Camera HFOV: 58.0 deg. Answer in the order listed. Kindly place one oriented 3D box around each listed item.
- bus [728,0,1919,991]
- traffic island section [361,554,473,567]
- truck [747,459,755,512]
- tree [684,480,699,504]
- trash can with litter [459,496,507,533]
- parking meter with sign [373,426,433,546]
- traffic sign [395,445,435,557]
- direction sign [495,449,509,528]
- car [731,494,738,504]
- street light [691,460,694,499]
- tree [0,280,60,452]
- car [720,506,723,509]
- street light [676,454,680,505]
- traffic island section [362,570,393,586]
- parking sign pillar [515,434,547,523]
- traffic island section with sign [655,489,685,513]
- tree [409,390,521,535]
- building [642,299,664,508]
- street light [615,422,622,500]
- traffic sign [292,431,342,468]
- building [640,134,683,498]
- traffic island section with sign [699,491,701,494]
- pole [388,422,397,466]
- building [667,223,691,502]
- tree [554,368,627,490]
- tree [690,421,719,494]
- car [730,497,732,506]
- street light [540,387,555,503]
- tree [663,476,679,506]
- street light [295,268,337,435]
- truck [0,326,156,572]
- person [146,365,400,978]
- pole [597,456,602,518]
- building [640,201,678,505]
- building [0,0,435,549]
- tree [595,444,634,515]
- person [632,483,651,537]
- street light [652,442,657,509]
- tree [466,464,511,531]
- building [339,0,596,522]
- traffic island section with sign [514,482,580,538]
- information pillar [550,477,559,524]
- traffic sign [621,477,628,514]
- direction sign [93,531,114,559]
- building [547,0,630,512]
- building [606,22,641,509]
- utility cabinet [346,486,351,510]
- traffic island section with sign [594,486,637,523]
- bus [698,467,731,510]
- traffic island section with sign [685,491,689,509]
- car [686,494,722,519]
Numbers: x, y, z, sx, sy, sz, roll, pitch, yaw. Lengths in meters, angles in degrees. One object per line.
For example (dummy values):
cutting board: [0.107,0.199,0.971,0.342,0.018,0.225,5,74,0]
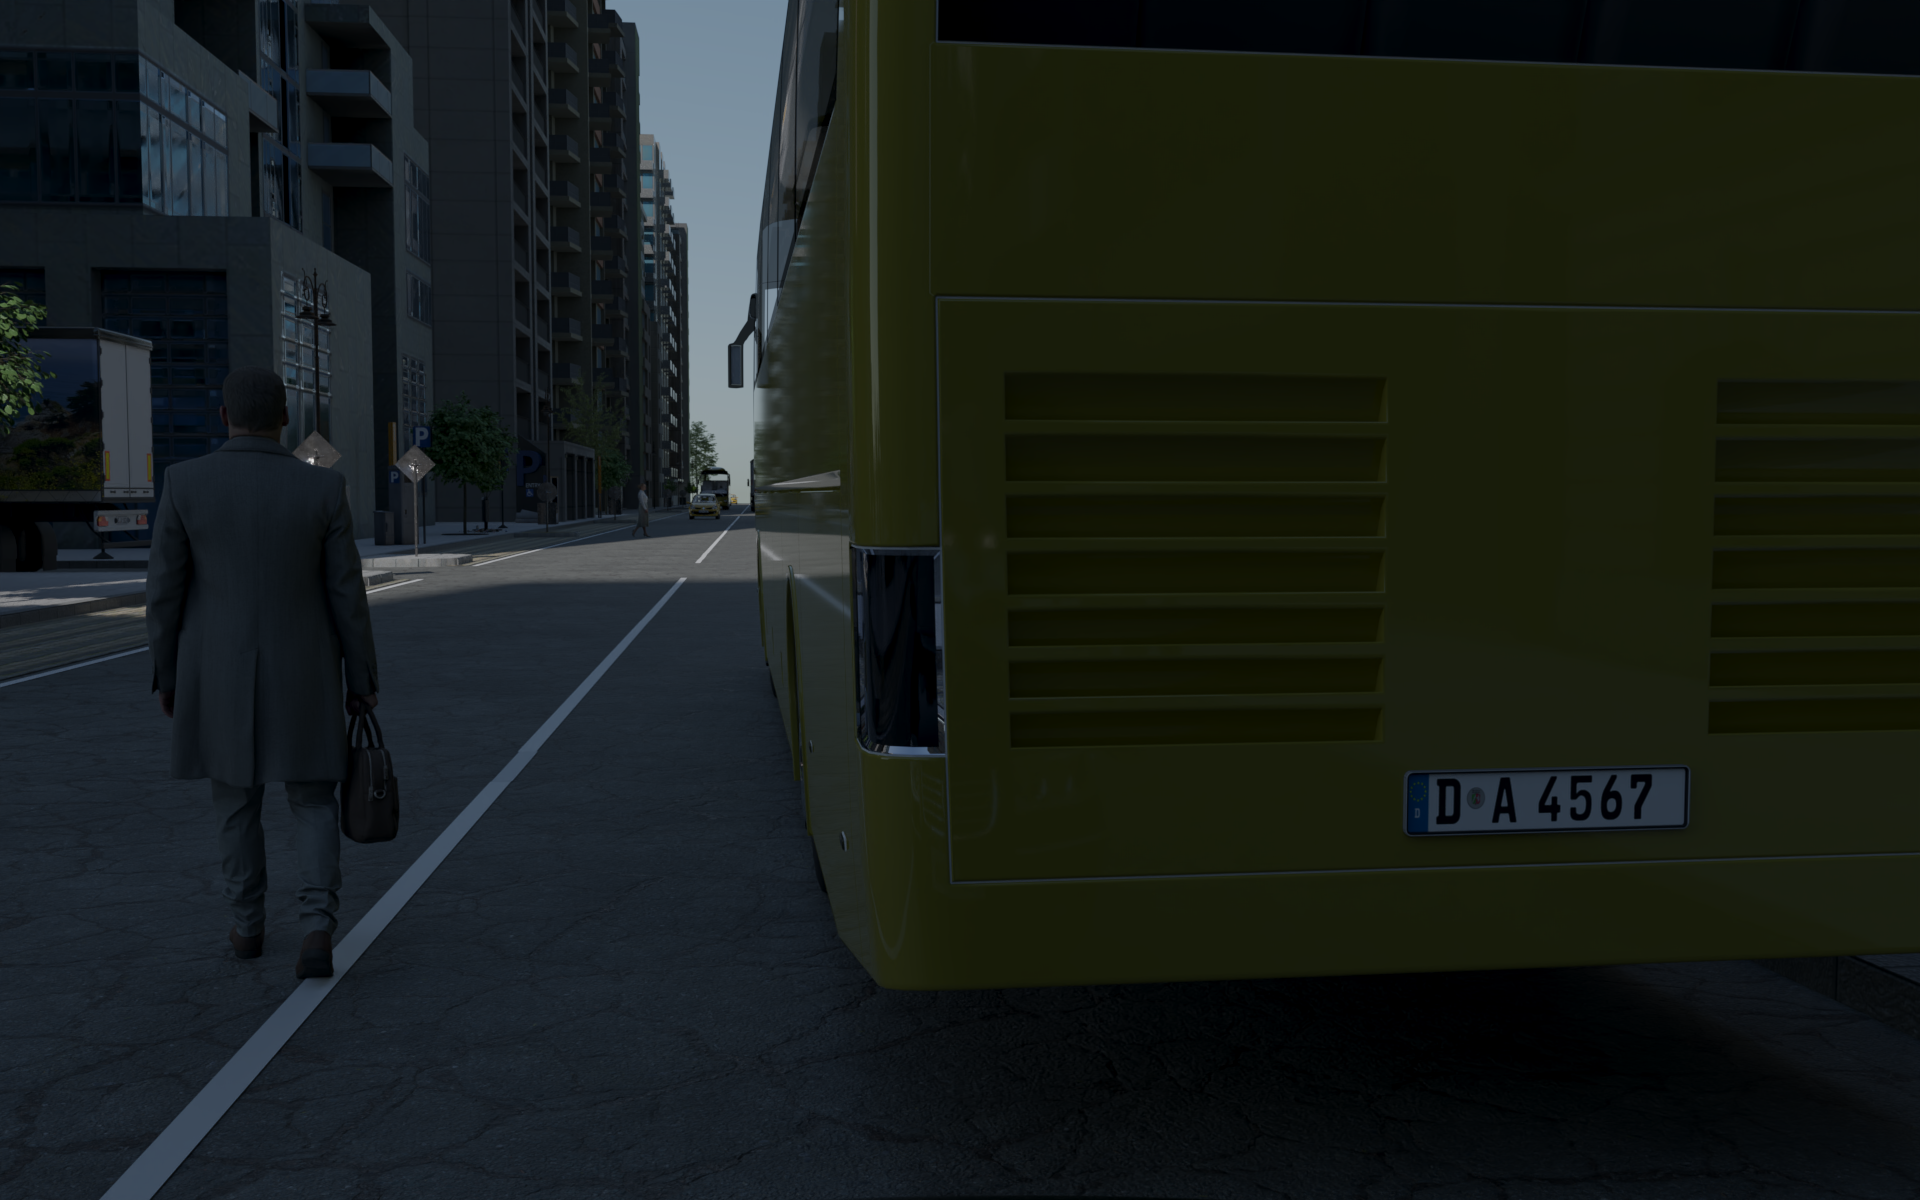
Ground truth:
bus: [0.250,-1.076,9.147,2.896,3.916,12.252,0,4,-8]
traffic island section: [-11.152,-0.807,35.469,2.009,0.180,2.903,0,4,-7]
truck: [-15.988,-9.404,142.667,2.839,4.237,11.283,-1,4,-8]
tree: [-35.463,-14.183,226.485,1.663,3.219,1.824,0,3,0]
trash can with litter: [-16.084,-2.882,58.174,1.678,1.210,2.233,-1,4,-9]
parking meter with sign: [-14.084,-2.904,43.738,0.543,3.016,1.738,1,4,21]
traffic sign: [-11.130,-1.943,35.410,0.795,2.450,0.064,0,4,-7]
direction sign: [-17.135,-4.455,64.833,0.379,3.537,0.876,1,4,17]
car: [-31.975,-14.173,241.951,2.015,1.641,3.980,0,4,-6]
street light: [-35.990,-15.916,233.007,0.468,5.910,1.993,0,4,-7]
tree: [-11.546,-2.126,18.480,4.285,4.588,4.351,0,3,0]
car: [-24.190,-9.752,172.020,1.945,1.354,3.894,0,4,-5]
street light: [-31.632,-13.551,194.346,0.468,5.910,1.993,0,4,-7]
traffic island section: [-10.234,-0.321,27.537,2.009,0.180,2.903,0,4,-7]
parking sign pillar: [-19.081,-5.420,77.085,1.447,3.967,1.447,1,4,10]
traffic island section with sign: [-22.636,-7.699,134.503,1.989,1.847,2.006,0,4,-7]
tree: [-15.522,-4.320,54.342,4.285,4.588,4.351,0,3,0]
building: [-43.322,-19.652,166.342,27.650,21.520,28.899,0,4,-7]
street light: [-22.026,-8.485,111.523,0.468,5.910,1.993,0,4,-7]
traffic sign: [-10.211,-1.458,27.478,0.795,2.450,0.064,0,4,-7]
building: [-49.426,-37.364,230.504,23.786,49.044,30.456,0,4,-7]
traffic island section with sign: [-35.236,-14.350,243.250,1.989,1.847,2.006,0,4,-7]
pole: [-16.139,-3.392,49.306,0.158,3.312,0.155,0,3,0]
building: [-46.957,-34.851,253.405,14.154,41.232,14.086,0,4,-7]
tree: [-21.763,-9.297,102.366,4.737,8.622,4.395,0,3,0]
tree: [-40.910,-21.411,268.203,7.486,12.596,7.792,0,3,0]
car: [-28.529,-12.267,209.363,1.959,1.807,4.718,0,4,-8]
street light: [-17.780,-6.243,74.865,0.468,5.910,1.993,0,4,-7]
tree: [-31.437,-11.774,187.107,1.663,3.219,1.824,0,3,0]
street light: [-13.172,-3.839,35.551,0.468,5.910,1.993,0,4,-7]
truck: [-20.079,-2.496,29.726,11.283,4.237,2.839,0,4,-5]
person: [-2.074,0.205,5.244,0.694,1.812,0.767,-1,4,-19]
pole: [-19.276,-6.040,92.602,0.158,3.312,0.155,0,3,0]
building: [-49.814,-31.279,203.296,32.217,40.220,23.993,0,4,-7]
building: [-28.891,-45.228,52.142,22.319,86.520,31.000,0,4,-7]
tree: [-21.797,-7.528,106.789,4.285,4.588,4.351,0,3,0]
person: [-10.647,-2.999,57.756,0.641,1.798,0.478,0,4,7]
street light: [-26.528,-10.849,150.168,0.468,5.910,1.993,0,4,-7]
tree: [-16.469,-4.041,60.677,1.663,3.219,1.824,0,3,0]
building: [-29.474,-39.649,86.509,20.563,71.187,20.611,0,4,-7]
traffic island section with sign: [-13.746,-3.002,57.714,1.989,1.847,2.006,0,4,-7]
information pillar: [-17.208,-4.221,73.507,0.304,2.012,0.304,-1,4,-17]
traffic sign: [-21.507,-6.727,110.092,0.768,2.556,0.104,0,4,-1]
direction sign: [-16.934,-2.577,34.131,0.876,3.537,0.379,-3,4,-38]
building: [-35.509,-28.658,123.175,22.147,44.769,28.867,0,4,-7]
building: [-34.201,-28.221,145.013,14.154,41.232,14.086,0,4,-7]
utility cabinet: [-14.513,-1.919,40.051,0.318,1.500,1.173,1,4,10]
traffic island section with sign: [-16.891,-4.671,84.999,1.989,1.847,2.006,0,4,-7]
bus: [-22.619,-10.332,160.473,2.896,3.916,12.252,0,4,-7]
traffic island section with sign: [-25.732,-9.337,161.281,1.989,1.847,2.006,0,4,-7]
car: [-14.614,-5.439,99.154,2.015,1.641,3.980,0,4,-6]
